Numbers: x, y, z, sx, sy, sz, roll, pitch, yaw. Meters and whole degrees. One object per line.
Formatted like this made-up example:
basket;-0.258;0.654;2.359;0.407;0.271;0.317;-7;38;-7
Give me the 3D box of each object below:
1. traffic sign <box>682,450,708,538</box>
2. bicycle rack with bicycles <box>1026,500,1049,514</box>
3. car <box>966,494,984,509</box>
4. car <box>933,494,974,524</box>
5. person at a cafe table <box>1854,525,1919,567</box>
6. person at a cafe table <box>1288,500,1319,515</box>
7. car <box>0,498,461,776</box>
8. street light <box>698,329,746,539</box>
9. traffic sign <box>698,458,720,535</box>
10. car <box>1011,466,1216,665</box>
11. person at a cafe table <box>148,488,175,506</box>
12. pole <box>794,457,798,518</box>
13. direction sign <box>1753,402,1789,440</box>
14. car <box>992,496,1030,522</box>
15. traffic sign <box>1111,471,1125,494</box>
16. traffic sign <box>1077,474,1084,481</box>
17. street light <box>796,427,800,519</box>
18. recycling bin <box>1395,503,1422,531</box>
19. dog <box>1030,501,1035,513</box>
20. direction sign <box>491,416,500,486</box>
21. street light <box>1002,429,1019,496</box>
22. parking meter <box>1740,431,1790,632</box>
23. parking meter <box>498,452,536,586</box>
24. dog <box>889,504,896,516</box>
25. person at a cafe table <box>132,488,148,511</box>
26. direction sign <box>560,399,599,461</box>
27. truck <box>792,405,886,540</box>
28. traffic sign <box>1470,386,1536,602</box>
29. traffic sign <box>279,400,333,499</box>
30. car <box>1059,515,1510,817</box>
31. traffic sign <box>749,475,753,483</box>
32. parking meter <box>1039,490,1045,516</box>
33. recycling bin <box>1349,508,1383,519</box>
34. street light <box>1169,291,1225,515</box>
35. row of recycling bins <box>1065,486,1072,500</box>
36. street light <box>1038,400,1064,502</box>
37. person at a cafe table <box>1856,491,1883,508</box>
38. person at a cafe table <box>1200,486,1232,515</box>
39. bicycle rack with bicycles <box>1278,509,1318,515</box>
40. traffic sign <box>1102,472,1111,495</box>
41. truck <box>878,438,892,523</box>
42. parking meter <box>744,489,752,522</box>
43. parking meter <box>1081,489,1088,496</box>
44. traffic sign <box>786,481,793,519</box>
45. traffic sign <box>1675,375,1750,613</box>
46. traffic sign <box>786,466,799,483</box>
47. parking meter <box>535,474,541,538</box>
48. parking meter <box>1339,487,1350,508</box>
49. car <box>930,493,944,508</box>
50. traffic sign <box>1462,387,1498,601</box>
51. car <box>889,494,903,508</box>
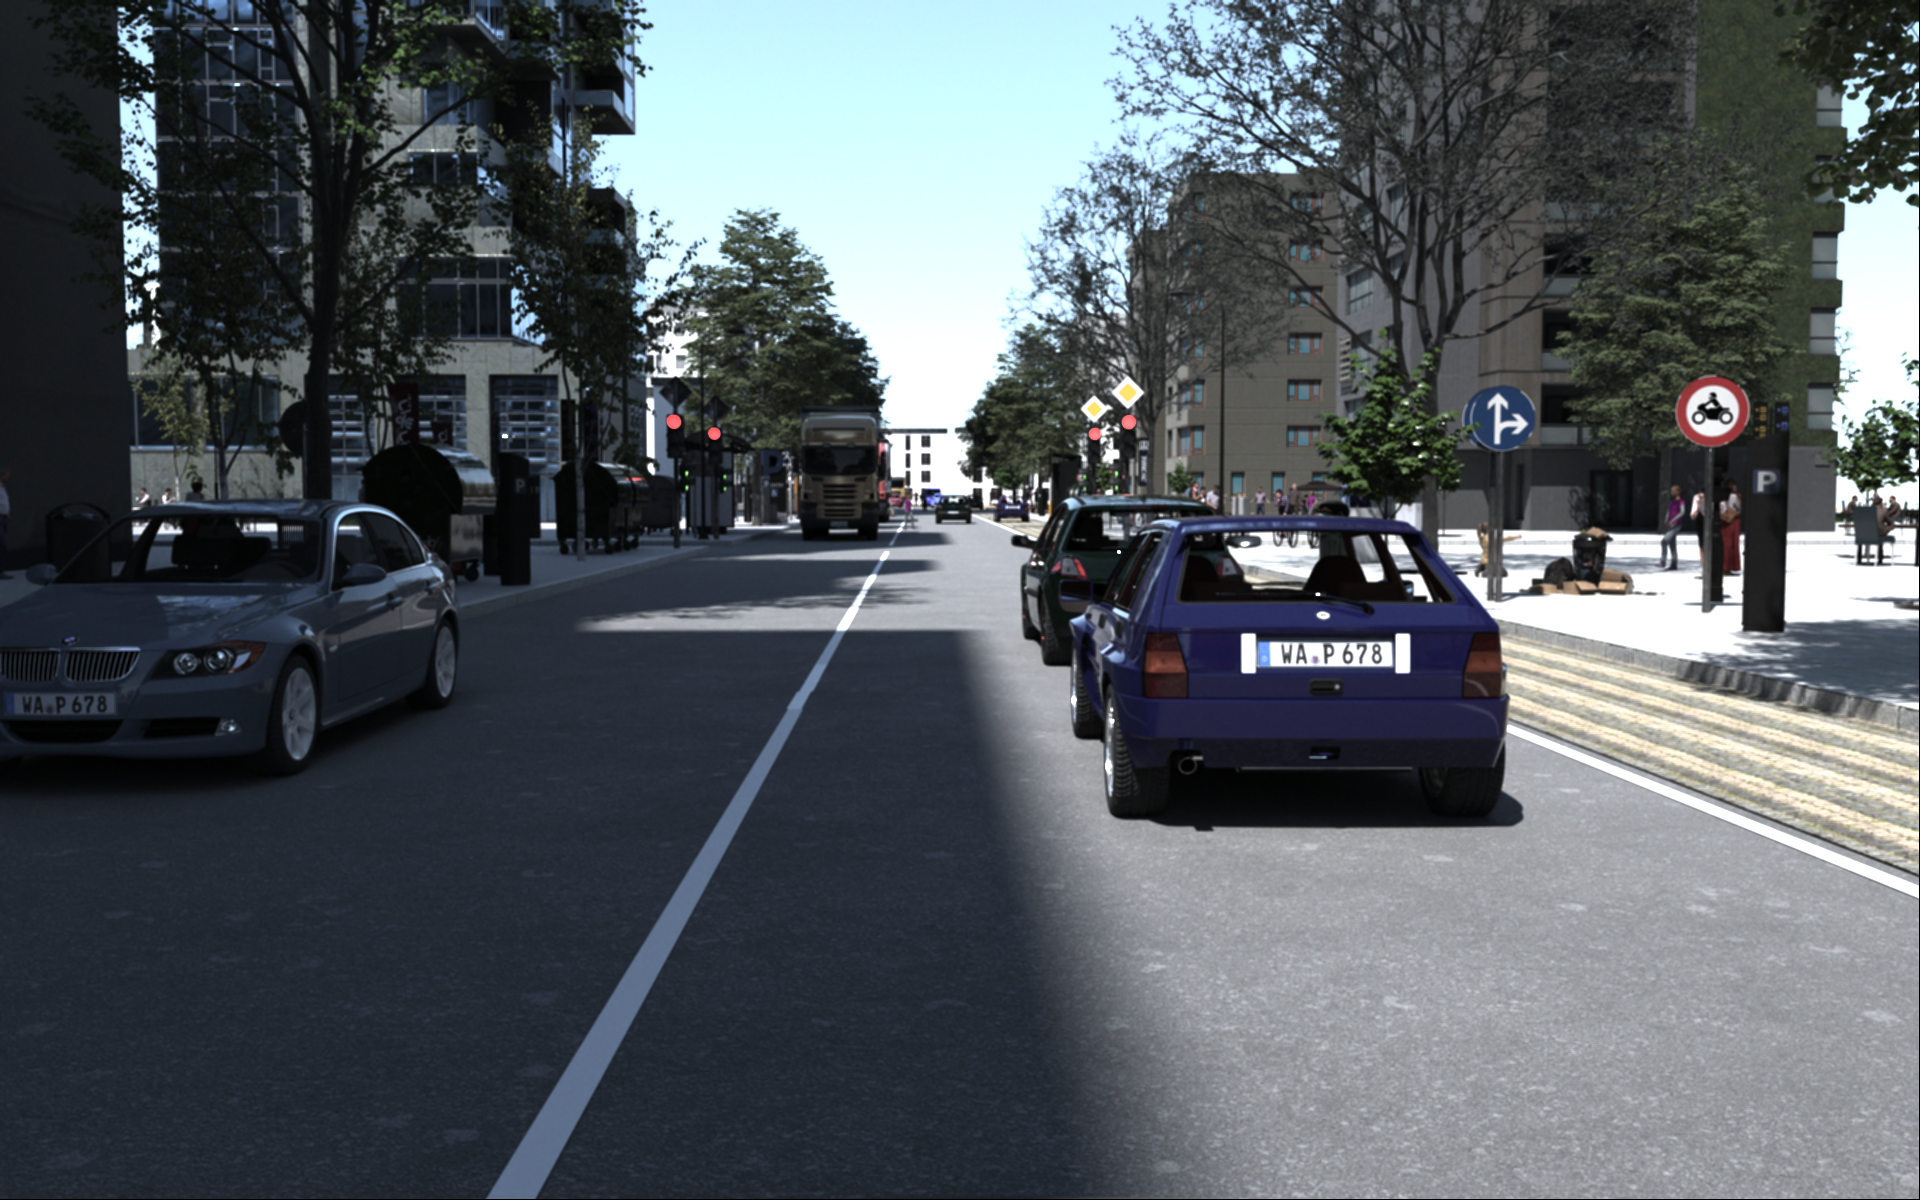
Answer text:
traffic sign;-7.665;-3.054;50.042;0.768;2.556;0.104;0;4;-1
bicycle rack with bicycles;5.587;-5.944;110.563;2.852;0.926;2.925;-3;4;-37
car;1.202;-8.869;154.793;2.009;1.686;4.222;0;4;-1
car;-0.307;-4.577;84.626;2.009;1.686;4.222;0;4;1
person at a cafe table;16.610;-1.230;30.972;1.726;1.238;1.698;-2;4;-34
person at a cafe table;17.125;-4.658;87.012;1.726;1.238;1.698;-2;4;-35
car;-4.271;0.103;10.311;2.014;1.417;4.499;0;4;-1
street light;-6.728;-4.671;48.914;1.470;5.913;1.316;0;4;-1
traffic sign;-7.690;-3.285;53.718;0.884;2.594;0.081;0;4;3
car;1.504;-0.375;15.921;2.009;1.686;4.222;0;4;-1
person at a cafe table;-31.213;-3.704;69.079;1.622;1.524;1.698;-1;4;-16
pole;-8.809;-6.060;92.924;0.158;3.312;0.155;0;3;0
direction sign;19.937;-3.098;42.656;0.876;3.537;0.379;0;4;-1
car;2.635;-4.681;89.119;1.945;1.354;3.894;0;4;-1
traffic sign;7.499;-5.030;82.350;0.768;2.556;0.104;0;4;6
traffic sign;6.675;-5.708;93.436;0.768;2.556;0.104;0;4;-1
street light;-7.646;-7.070;88.134;1.470;5.913;1.316;0;4;-1
recycling bin;12.842;-2.236;49.106;0.722;1.027;0.722;-2;4;-35
dog;4.974;-6.497;120.607;0.513;0.831;0.800;2;4;27
direction sign;-13.543;-3.585;50.612;0.379;3.537;0.876;0;4;-1
street light;3.627;-9.265;124.019;1.470;5.913;1.316;0;4;-1
parking meter;7.504;-0.640;16.181;0.399;1.863;0.255;2;4;25
parking meter;-6.269;-1.144;24.411;0.255;1.863;0.399;2;4;33
dog;-4.379;-5.776;111.280;0.513;0.831;0.800;0;4;7
person at a cafe table;-32.975;-3.715;69.258;1.622;1.524;1.698;-3;4;-37
direction sign;-9.097;-3.027;41.489;0.876;3.537;0.379;0;4;-8
truck;-3.900;-4.170;57.093;2.839;4.237;11.283;0;4;-3
traffic sign;6.383;-1.245;20.459;0.768;2.556;0.104;0;4;0
traffic sign;-8.904;-1.435;23.576;0.768;2.556;0.104;0;4;8
car;1.517;0.217;9.039;1.945;1.354;3.894;0;4;0
traffic sign;-9.755;-5.097;83.335;0.884;2.594;0.081;0;4;4
parking meter;4.762;-5.640;100.628;0.372;1.533;0.369;0;3;0
recycling bin;7.348;-1.199;32.158;0.722;1.027;0.722;-2;4;-28
street light;5.475;-4.109;39.720;1.470;5.913;1.316;0;4;-1
row of recycling bins;6.254;-5.151;91.334;1.069;1.692;3.534;1;4;17
street light;4.527;-6.891;85.202;1.470;5.913;1.316;0;4;-1
person at a cafe table;53.975;-5.740;102.370;1.622;1.524;1.698;-3;5;-39
person at a cafe table;7.588;-2.742;53.340;1.698;1.524;1.622;-1;4;-13
bicycle rack with bicycles;8.885;-1.697;41.132;2.852;0.926;2.925;0;4;-4
traffic sign;6.662;-4.937;80.833;0.768;2.556;0.104;0;4;3
truck;-4.888;-6.151;89.490;2.839;4.237;11.283;0;4;-1
parking meter;-9.665;-4.314;78.949;0.372;1.533;0.369;0;3;0
parking meter;5.986;-4.580;83.301;0.372;1.533;0.369;0;3;0
traffic sign;-8.756;-5.353;87.626;0.768;2.556;0.104;0;4;1
traffic sign;8.064;-1.134;18.650;0.768;2.556;0.104;0;4;5
traffic sign;-7.984;-4.986;81.259;0.795;2.593;0.064;0;4;1
parking meter;-12.331;-2.713;50.062;0.255;1.863;0.399;1;4;17
parking meter;8.690;-1.860;38.826;0.372;1.533;0.369;0;3;0
car;-2.043;-10.123;175.109;1.945;1.707;3.694;0;4;-3
traffic sign;6.384;-1.263;20.763;0.768;2.556;0.104;0;4;2
car;-6.926;-10.348;178.226;2.155;1.783;4.494;0;4;-2
